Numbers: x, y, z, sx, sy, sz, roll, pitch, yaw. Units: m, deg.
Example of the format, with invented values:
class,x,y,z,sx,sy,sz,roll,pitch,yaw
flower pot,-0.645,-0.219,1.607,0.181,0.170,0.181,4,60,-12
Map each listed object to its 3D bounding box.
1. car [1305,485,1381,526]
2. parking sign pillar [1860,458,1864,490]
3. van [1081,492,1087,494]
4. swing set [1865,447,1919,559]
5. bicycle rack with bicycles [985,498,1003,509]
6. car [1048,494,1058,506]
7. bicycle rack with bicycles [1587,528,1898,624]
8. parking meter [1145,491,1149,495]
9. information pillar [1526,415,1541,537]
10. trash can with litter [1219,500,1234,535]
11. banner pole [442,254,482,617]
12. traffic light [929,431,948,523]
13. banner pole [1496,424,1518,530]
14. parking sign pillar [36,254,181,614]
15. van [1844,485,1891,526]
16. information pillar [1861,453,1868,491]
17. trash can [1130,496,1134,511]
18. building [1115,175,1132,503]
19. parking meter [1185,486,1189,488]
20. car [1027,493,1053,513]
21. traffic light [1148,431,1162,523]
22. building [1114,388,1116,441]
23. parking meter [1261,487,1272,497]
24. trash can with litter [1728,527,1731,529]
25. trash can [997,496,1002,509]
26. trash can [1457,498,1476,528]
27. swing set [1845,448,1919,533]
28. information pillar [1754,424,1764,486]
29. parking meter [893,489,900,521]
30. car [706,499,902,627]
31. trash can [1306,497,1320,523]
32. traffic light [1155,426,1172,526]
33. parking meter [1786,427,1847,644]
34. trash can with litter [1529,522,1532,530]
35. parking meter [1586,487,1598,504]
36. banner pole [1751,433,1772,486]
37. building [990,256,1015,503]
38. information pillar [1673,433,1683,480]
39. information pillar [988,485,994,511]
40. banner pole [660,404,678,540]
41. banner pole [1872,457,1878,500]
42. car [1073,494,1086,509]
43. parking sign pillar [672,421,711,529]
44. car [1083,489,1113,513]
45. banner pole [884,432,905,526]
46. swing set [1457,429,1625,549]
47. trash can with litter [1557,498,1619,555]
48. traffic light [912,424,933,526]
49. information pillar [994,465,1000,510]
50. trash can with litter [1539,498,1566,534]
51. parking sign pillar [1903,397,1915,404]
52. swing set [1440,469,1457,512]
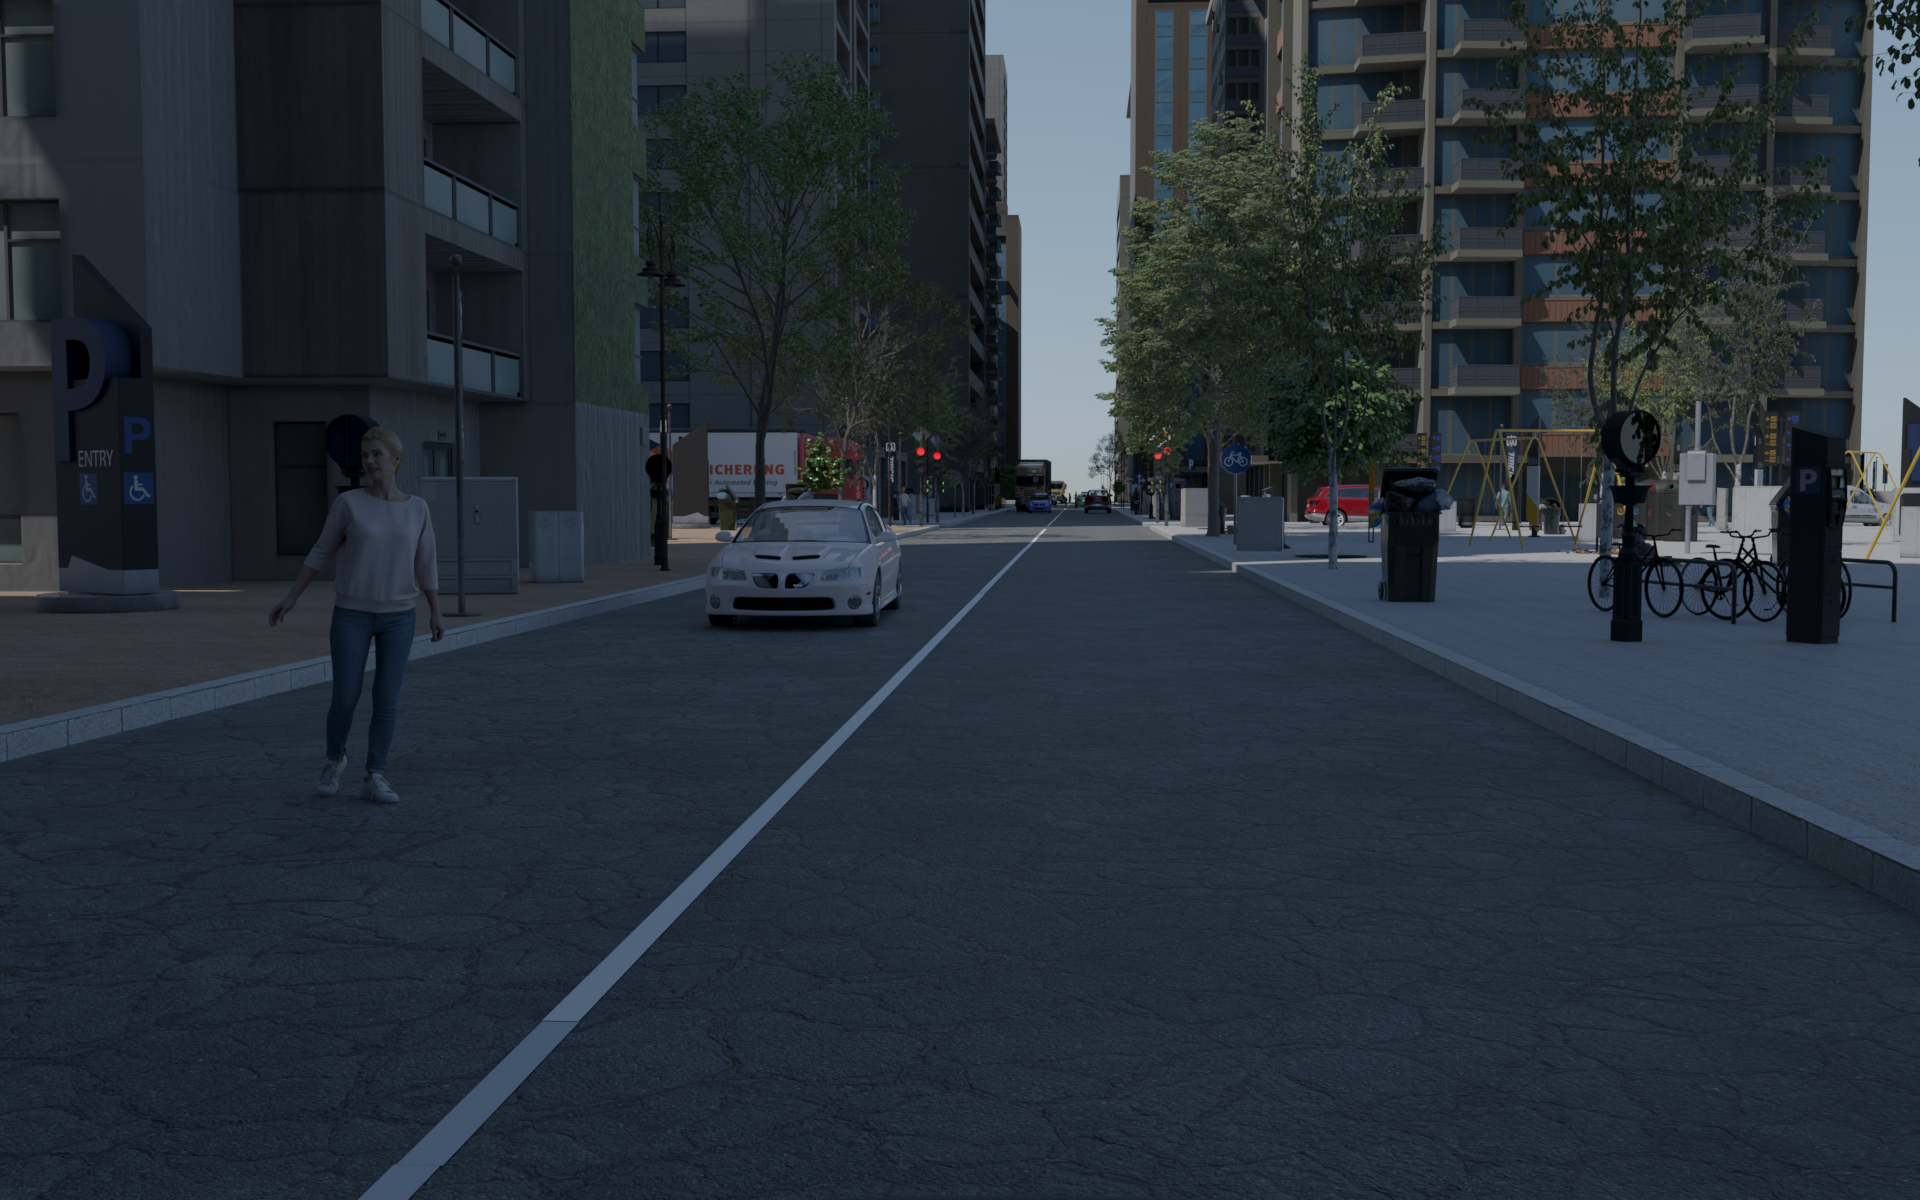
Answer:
class,x,y,z,sx,sy,sz,roll,pitch,yaw
car,16.930,-3.840,71.452,5.304,1.827,2.281,0,4,6
parking sign pillar,48.597,-6.473,94.306,1.447,3.967,1.447,0,4,-5
van,21.087,-17.483,292.864,2.013,2.044,4.112,0,4,4
swing set,18.779,-2.093,31.839,3.119,2.851,2.862,-2,4,-32
bicycle rack with bicycles,2.667,-8.220,147.786,2.852,0.926,2.925,0,4,2
car,10.534,-11.877,203.975,2.009,1.686,4.222,0,4,2
bicycle rack with bicycles,8.250,-0.276,17.889,2.852,0.926,2.925,-1,4,-8
parking meter,12.787,-6.684,117.700,0.372,1.533,0.369,0,3,0
information pillar,17.041,-3.675,51.436,0.183,3.616,0.504,-1,4,-22
trash can with litter,8.467,-2.683,55.254,1.055,1.170,0.624,2,4,34
banner pole,-5.297,-1.735,18.381,0.401,3.779,0.863,-1,4,-11
traffic light,-0.984,-5.418,77.497,0.839,4.253,0.868,0,4,4
banner pole,19.549,-4.397,61.905,0.863,3.779,0.401,3,5,44
parking sign pillar,-9.469,-1.877,19.158,1.447,3.967,1.447,2,4,34
van,36.469,-3.927,71.218,4.112,2.044,2.013,0,4,4
information pillar,49.542,-6.361,95.364,0.504,3.616,0.183,0,4,-7
trash can,13.297,-7.362,132.018,0.748,1.137,0.748,0,3,0
building,33.287,-38.217,248.556,21.300,48.544,21.600,0,4,4
parking meter,16.934,-7.596,129.909,0.399,1.863,0.255,3,4,36
car,6.013,-7.387,130.370,1.945,1.707,3.694,0,4,4
traffic light,8.756,-5.377,76.843,0.839,4.253,0.868,0,4,4
building,38.605,-26.280,274.708,27.650,21.520,28.899,0,4,4
parking meter,10.530,-3.122,59.452,0.372,1.533,0.369,0,3,0
trash can with litter,28.734,-3.255,64.279,2.233,1.210,1.678,-3,4,-38
trash can,3.338,-8.482,150.330,0.748,1.137,0.748,0,3,0
trash can,19.207,-3.304,65.679,0.748,1.137,0.748,0,3,0
swing set,33.270,-4.048,63.798,3.119,2.851,2.862,-3,5,-43
information pillar,26.946,-4.103,58.440,0.504,3.616,0.183,-3,5,-44
parking meter,-3.046,-4.634,84.171,0.372,1.533,0.369,0,3,0
car,-1.727,-0.484,20.276,2.083,1.381,4.827,0,4,3
trash can,15.616,-3.948,76.195,0.748,1.137,0.748,0,3,0
traffic light,8.205,-4.890,68.876,0.839,4.253,0.868,0,4,4
parking meter,7.375,-0.562,14.907,0.255,1.863,0.399,-2,4,-30
trash can with litter,20.509,-3.064,61.490,0.624,1.170,1.055,1,4,16
parking meter,21.648,-3.117,59.373,0.372,1.533,0.369,0,3,0
banner pole,28.791,-4.405,62.036,0.863,3.779,0.401,0,4,6
building,-7.112,-34.183,250.769,32.217,40.220,23.993,0,4,4
information pillar,27.673,-4.614,66.786,0.183,3.616,0.504,-1,4,-8
information pillar,2.367,-8.093,136.810,0.304,2.012,0.304,0,4,2
banner pole,-8.212,-3.574,48.456,0.401,3.779,0.863,-2,4,-35
banner pole,61.567,-7.741,116.589,0.401,3.779,0.863,0,4,8
car,12.270,-9.754,171.272,2.131,1.459,4.920,0,4,4
parking sign pillar,-9.994,-4.638,64.302,1.447,3.967,1.447,0,4,-1
car,10.380,-7.451,130.503,2.281,1.827,5.304,0,4,4
banner pole,-2.642,-4.896,70.059,0.863,3.779,0.401,0,4,3
swing set,14.220,-2.715,42.005,3.119,2.851,2.862,-1,4,-9
trash can with litter,13.798,-1.614,37.448,1.678,1.210,2.233,-1,4,-13
traffic light,-1.534,-4.930,69.531,0.839,4.253,0.868,0,4,4
information pillar,3.010,-9.130,140.622,0.504,3.616,0.183,3,5,45
trash can with litter,18.833,-2.668,55.001,0.624,1.170,1.055,3,5,41
parking sign pillar,26.988,-3.659,48.303,1.447,3.967,1.447,0,4,-1
swing set,15.166,-3.127,48.746,2.862,2.851,3.119,-1,4,-19
